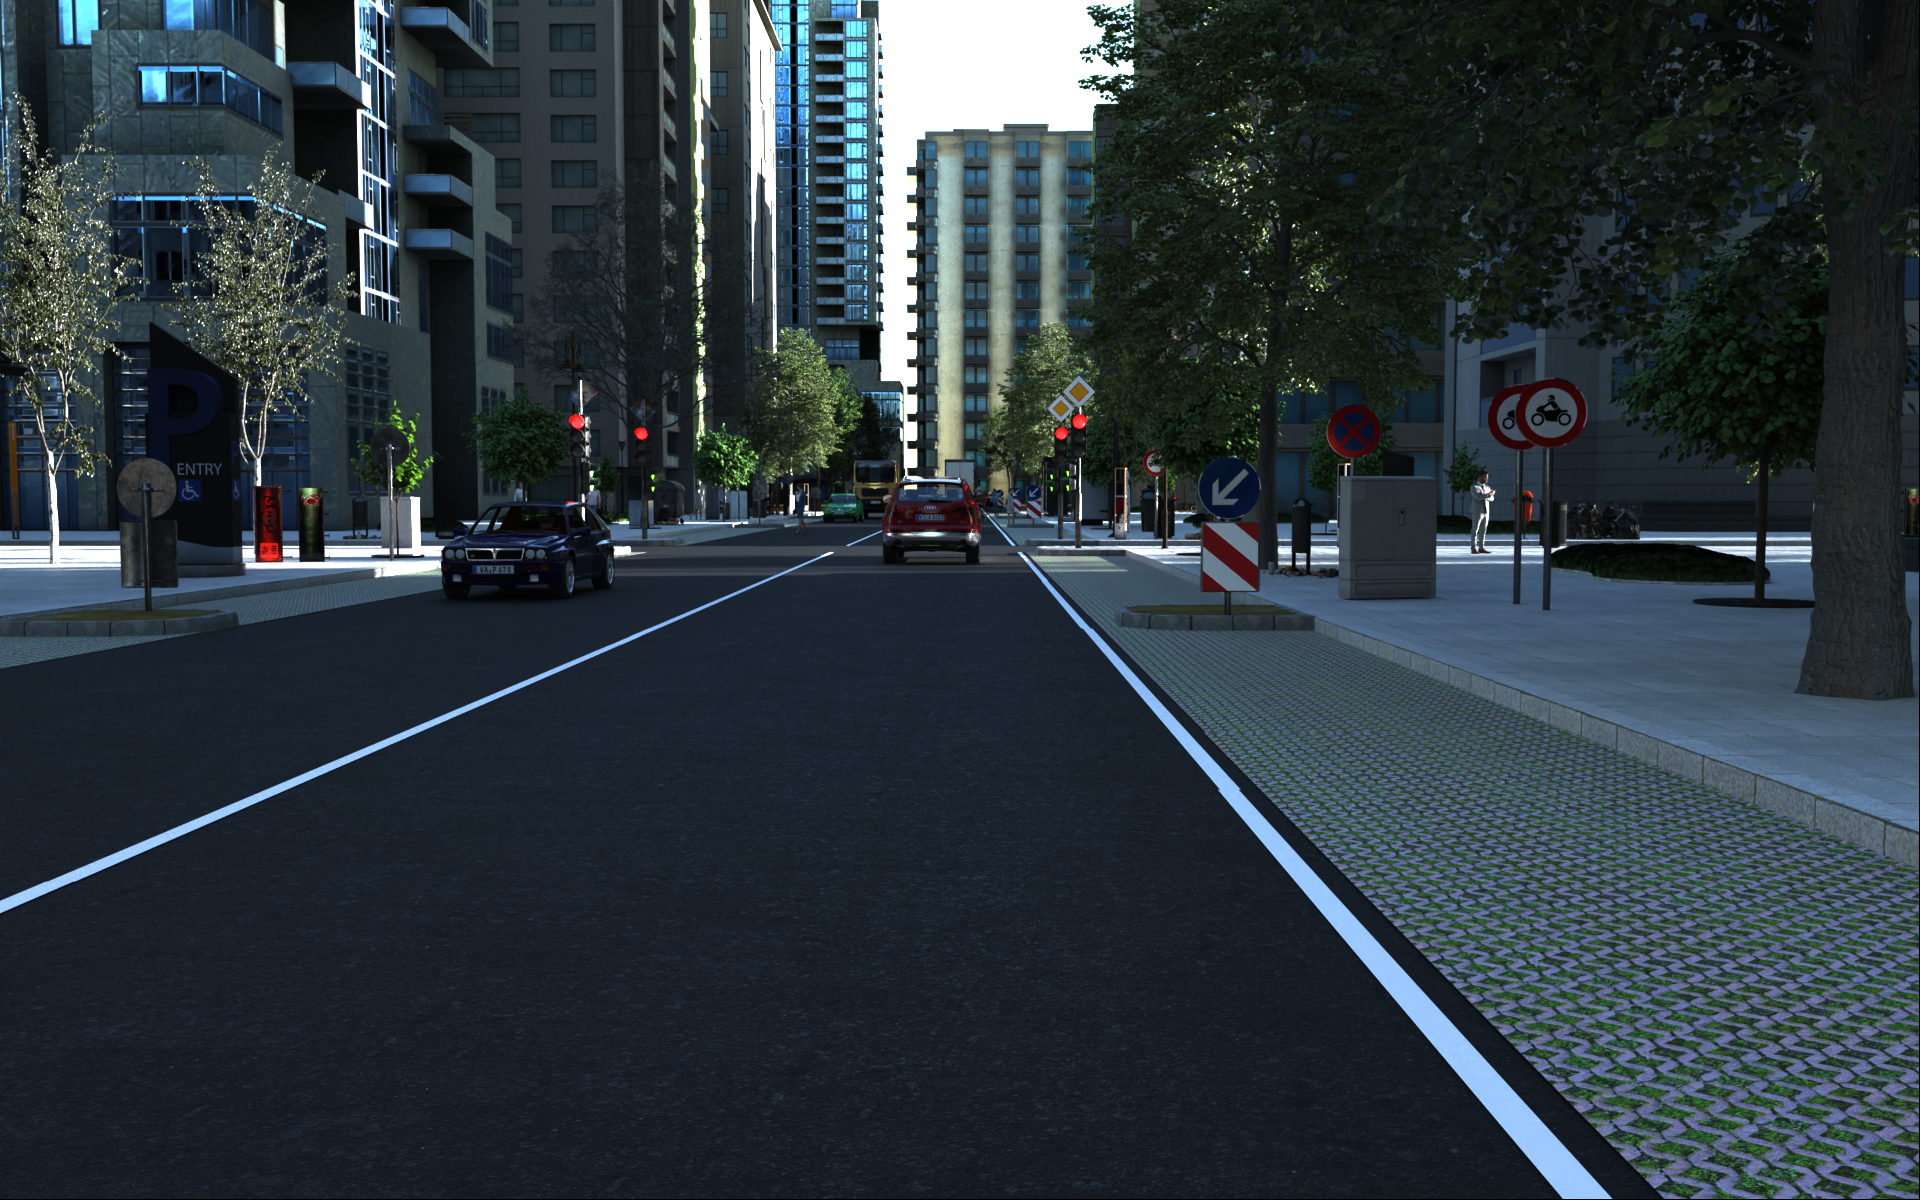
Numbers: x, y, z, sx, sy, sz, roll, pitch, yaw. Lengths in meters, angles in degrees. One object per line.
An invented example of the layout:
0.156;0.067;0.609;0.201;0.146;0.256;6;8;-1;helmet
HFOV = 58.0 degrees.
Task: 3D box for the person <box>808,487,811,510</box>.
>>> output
-12.153;-8.167;139.583;0.705;1.822;1.348;0;4;-8;person

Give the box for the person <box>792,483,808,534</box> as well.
-5.727;-3.309;62.621;0.654;1.822;0.581;-2;4;-31;person

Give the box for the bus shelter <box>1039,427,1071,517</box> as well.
5.783;-7.580;101.562;2.179;5.291;8.768;0;4;0;bus shelter

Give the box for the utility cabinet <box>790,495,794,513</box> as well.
-11.551;-6.491;117.294;0.306;1.237;1.020;1;4;20;utility cabinet

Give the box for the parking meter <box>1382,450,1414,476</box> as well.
5.789;-1.049;22.863;0.399;1.863;0.255;2;4;33;parking meter

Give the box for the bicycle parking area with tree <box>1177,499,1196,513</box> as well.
19.041;-8.064;118.854;9.016;4.147;8.231;1;4;15;bicycle parking area with tree

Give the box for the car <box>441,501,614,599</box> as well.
-6.176;-0.759;24.985;1.945;1.354;3.894;0;4;1;car

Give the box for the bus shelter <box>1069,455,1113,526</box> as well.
5.421;-4.528;67.964;2.014;3.302;5.546;0;4;0;bus shelter

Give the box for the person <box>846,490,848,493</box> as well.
-13.197;-11.879;200.783;1.217;1.766;0.721;-2;4;-26;person

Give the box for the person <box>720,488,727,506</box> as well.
-16.254;-6.885;118.883;0.793;1.790;0.793;0;4;7;person

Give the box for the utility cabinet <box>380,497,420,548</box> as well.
-13.326;-1.841;41.257;1.020;1.237;0.306;2;4;29;utility cabinet

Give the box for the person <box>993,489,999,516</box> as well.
2.260;-6.181;109.898;0.444;1.785;0.601;3;5;40;person

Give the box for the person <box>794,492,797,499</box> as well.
-19.353;-11.900;203.796;0.721;1.736;1.217;0;4;4;person

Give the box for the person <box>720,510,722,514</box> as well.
-15.391;-6.095;109.963;0.640;1.303;0.475;0;4;-7;person

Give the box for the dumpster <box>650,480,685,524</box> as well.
-12.490;-4.166;73.878;1.264;1.857;1.865;0;4;0;dumpster

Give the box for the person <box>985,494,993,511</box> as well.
2.453;-8.270;146.900;0.628;1.438;0.799;1;4;18;person

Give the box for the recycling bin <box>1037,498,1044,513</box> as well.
5.650;-6.439;117.836;0.722;1.027;0.722;1;4;20;recycling bin

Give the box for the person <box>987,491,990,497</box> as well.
3.350;-11.593;198.495;0.568;1.767;0.683;-1;4;-14;person

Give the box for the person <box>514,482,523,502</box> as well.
-18.713;-4.132;73.833;0.478;1.798;0.641;0;4;2;person

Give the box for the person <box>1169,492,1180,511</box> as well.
16.148;-7.432;130.810;1.065;1.426;0.557;3;5;45;person

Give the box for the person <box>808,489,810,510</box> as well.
-12.100;-8.001;137.645;1.217;1.735;0.721;0;4;7;person

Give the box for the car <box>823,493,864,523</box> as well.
-5.962;-4.887;88.699;1.959;1.807;4.718;0;4;2;car

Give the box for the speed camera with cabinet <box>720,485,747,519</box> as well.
-12.100;-5.848;89.958;2.038;3.252;0.660;-2;4;-32;speed camera with cabinet

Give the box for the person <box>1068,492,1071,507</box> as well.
11.225;-10.326;174.870;1.348;1.824;0.705;-2;4;-28;person

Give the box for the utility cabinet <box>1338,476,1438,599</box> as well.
5.234;-0.763;21.160;1.173;1.500;0.318;-1;4;-16;utility cabinet

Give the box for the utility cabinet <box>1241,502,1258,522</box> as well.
5.252;-1.398;31.535;0.318;1.500;1.173;1;4;9;utility cabinet

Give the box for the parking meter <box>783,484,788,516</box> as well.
-10.348;-5.931;102.685;0.255;1.863;0.399;-1;4;-8;parking meter

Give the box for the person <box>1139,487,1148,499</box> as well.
13.863;-7.426;127.597;1.348;1.807;0.705;0;4;2;person

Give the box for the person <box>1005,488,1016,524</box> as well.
2.295;-4.240;78.833;0.522;1.701;0.512;1;4;20;person

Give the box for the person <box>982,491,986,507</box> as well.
2.486;-10.789;185.355;0.568;1.767;0.683;2;4;28;person

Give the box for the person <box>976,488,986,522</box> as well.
0.985;-4.905;89.175;0.515;1.767;0.782;-1;4;-21;person

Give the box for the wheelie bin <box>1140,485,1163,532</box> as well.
6.500;-3.125;58.995;0.693;1.594;0.980;-1;4;-13;wheelie bin

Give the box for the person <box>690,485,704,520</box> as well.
-12.778;-4.738;84.265;0.760;1.731;0.466;-3;4;-37;person

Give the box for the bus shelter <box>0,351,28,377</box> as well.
-12.729;-1.537;19.060;2.014;3.302;5.546;0;4;0;bus shelter

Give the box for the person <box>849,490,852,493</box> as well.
-11.094;-10.187;173.314;0.721;1.743;1.217;0;4;5;person

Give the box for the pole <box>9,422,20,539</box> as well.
-26.808;-3.378;49.080;0.158;3.312;0.155;0;3;0;pole

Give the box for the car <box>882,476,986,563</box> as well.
-0.572;-1.762;37.475;2.281;1.827;5.304;0;4;1;car

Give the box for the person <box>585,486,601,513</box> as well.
-13.058;-3.338;61.295;0.731;1.740;0.598;0;4;-4;person

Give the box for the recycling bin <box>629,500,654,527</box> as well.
-12.651;-3.437;68.742;0.722;1.027;0.722;2;4;31;recycling bin

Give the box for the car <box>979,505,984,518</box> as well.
-0.124;-3.190;64.166;2.014;1.417;4.499;0;4;2;car

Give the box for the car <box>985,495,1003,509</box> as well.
3.294;-9.488;167.712;1.945;1.354;3.894;0;4;1;car

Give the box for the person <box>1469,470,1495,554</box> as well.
11.236;-1.895;37.212;0.511;1.800;0.466;-3;5;-43;person

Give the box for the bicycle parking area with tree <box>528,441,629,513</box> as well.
-20.929;-6.582;94.619;8.231;4.147;9.016;1;4;18;bicycle parking area with tree

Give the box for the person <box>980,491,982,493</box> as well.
2.348;-10.877;187.056;0.721;1.743;1.217;2;4;33;person

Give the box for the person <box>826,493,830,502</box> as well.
-13.041;-9.881;170.832;0.421;1.427;0.697;0;4;-6;person

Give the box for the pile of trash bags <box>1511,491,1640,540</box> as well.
17.537;-2.433;49.529;3.447;1.369;1.912;0;4;5;pile of trash bags
